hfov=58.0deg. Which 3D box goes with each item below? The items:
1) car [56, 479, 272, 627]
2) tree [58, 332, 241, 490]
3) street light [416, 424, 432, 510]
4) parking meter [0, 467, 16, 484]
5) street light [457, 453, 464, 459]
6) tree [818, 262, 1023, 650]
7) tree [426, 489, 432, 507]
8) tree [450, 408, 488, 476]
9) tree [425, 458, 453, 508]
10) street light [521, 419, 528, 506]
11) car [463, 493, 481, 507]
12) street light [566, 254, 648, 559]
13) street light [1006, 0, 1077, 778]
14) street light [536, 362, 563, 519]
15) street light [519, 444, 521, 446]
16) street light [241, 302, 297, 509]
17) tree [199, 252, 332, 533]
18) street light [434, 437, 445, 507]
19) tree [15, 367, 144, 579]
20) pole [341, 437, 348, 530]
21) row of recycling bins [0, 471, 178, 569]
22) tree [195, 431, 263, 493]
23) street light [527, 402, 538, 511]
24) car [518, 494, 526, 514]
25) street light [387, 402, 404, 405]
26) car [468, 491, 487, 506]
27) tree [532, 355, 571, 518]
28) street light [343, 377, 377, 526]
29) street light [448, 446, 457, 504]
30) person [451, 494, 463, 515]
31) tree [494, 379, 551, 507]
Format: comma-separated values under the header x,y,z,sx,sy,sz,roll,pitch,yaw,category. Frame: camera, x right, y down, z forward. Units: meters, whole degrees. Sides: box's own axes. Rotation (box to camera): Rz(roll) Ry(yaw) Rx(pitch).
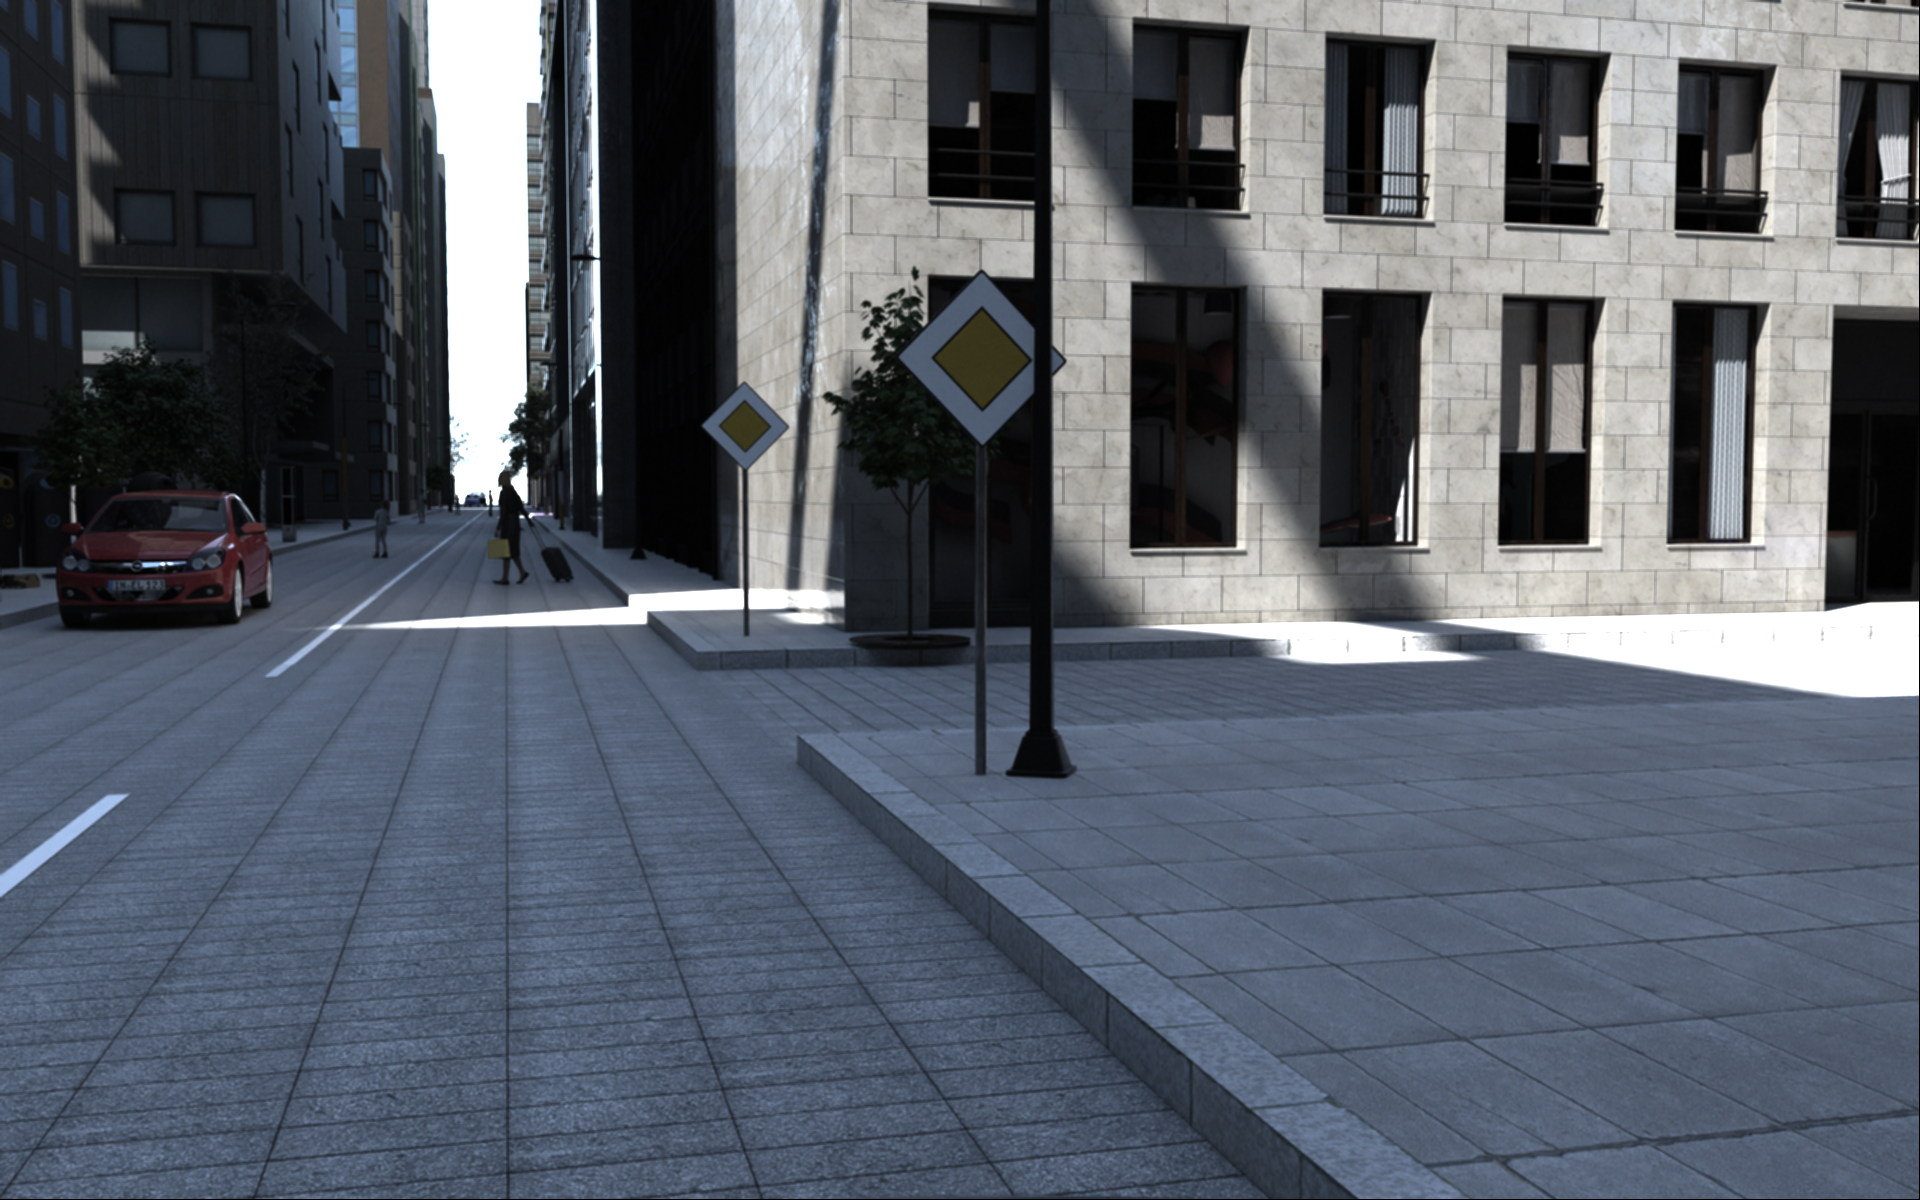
x,y,z,sx,sy,sz,roll,pitch,yaw,category
-9.176,-0.682,20.187,2.155,1.783,4.494,-1,4,-15,car
-16.452,-3.152,35.249,4.285,4.588,4.351,0,3,0,tree
-35.936,-8.700,114.786,1.470,5.913,1.316,-1,4,-15,street light
-19.562,-1.820,35.467,0.399,1.863,0.255,0,4,-6,parking meter
-57.060,-13.621,195.237,1.470,5.913,1.316,-1,4,-15,street light
-0.414,-1.220,14.542,1.663,3.219,1.824,0,3,0,tree
-51.453,-10.512,166.477,1.663,3.219,1.824,0,3,0,tree
-70.368,-20.116,239.267,12.009,13.543,11.850,0,3,0,tree
-48.314,-10.731,159.171,4.285,4.588,4.351,0,3,0,tree
-26.234,-8.245,107.348,1.470,5.913,1.316,-1,4,-15,street light
-55.494,-11.458,196.931,1.945,1.707,3.694,-1,4,-15,car
-6.862,-3.748,33.820,1.470,5.913,1.316,-1,4,-15,street light
-0.149,-2.148,7.665,1.470,5.913,1.316,-1,4,-15,street light
-14.086,-5.423,61.211,1.470,5.913,1.316,-1,4,-15,street light
-33.368,-9.909,134.549,1.470,5.913,1.316,-1,4,-15,street light
-16.760,-4.248,41.997,1.470,5.913,1.316,-1,4,-15,street light
-21.485,-6.293,53.259,4.360,8.622,3.978,0,3,0,tree
-42.887,-10.342,141.638,1.470,5.913,1.316,-1,4,-15,street light
-13.510,-1.952,26.511,1.663,3.219,1.824,0,3,0,tree
-21.958,-4.158,61.822,0.158,3.312,0.155,0,3,0,pole
-15.817,-1.452,30.845,3.534,1.692,1.069,-3,5,-44,row of recycling bins
-20.251,-3.228,47.382,1.663,3.219,1.824,0,3,0,tree
-21.094,-7.065,88.049,1.470,5.913,1.316,-1,4,-15,street light
-32.984,-7.170,127.460,2.015,1.641,3.980,-1,4,-13,car
-28.870,-7.048,87.780,1.470,5.913,1.316,-1,4,-15,street light
-56.186,-11.807,201.714,2.281,1.827,5.304,-1,4,-14,car
-20.724,-8.652,91.827,4.360,8.622,3.978,0,3,0,tree
-23.870,-5.891,68.860,1.470,5.913,1.316,-1,4,-15,street light
-49.948,-11.977,168.364,1.470,5.913,1.316,-1,4,-15,street light
-34.191,-6.499,117.977,0.991,1.433,0.599,-3,5,-43,person
-41.548,-15.604,172.126,9.611,12.733,9.660,0,3,0,tree
